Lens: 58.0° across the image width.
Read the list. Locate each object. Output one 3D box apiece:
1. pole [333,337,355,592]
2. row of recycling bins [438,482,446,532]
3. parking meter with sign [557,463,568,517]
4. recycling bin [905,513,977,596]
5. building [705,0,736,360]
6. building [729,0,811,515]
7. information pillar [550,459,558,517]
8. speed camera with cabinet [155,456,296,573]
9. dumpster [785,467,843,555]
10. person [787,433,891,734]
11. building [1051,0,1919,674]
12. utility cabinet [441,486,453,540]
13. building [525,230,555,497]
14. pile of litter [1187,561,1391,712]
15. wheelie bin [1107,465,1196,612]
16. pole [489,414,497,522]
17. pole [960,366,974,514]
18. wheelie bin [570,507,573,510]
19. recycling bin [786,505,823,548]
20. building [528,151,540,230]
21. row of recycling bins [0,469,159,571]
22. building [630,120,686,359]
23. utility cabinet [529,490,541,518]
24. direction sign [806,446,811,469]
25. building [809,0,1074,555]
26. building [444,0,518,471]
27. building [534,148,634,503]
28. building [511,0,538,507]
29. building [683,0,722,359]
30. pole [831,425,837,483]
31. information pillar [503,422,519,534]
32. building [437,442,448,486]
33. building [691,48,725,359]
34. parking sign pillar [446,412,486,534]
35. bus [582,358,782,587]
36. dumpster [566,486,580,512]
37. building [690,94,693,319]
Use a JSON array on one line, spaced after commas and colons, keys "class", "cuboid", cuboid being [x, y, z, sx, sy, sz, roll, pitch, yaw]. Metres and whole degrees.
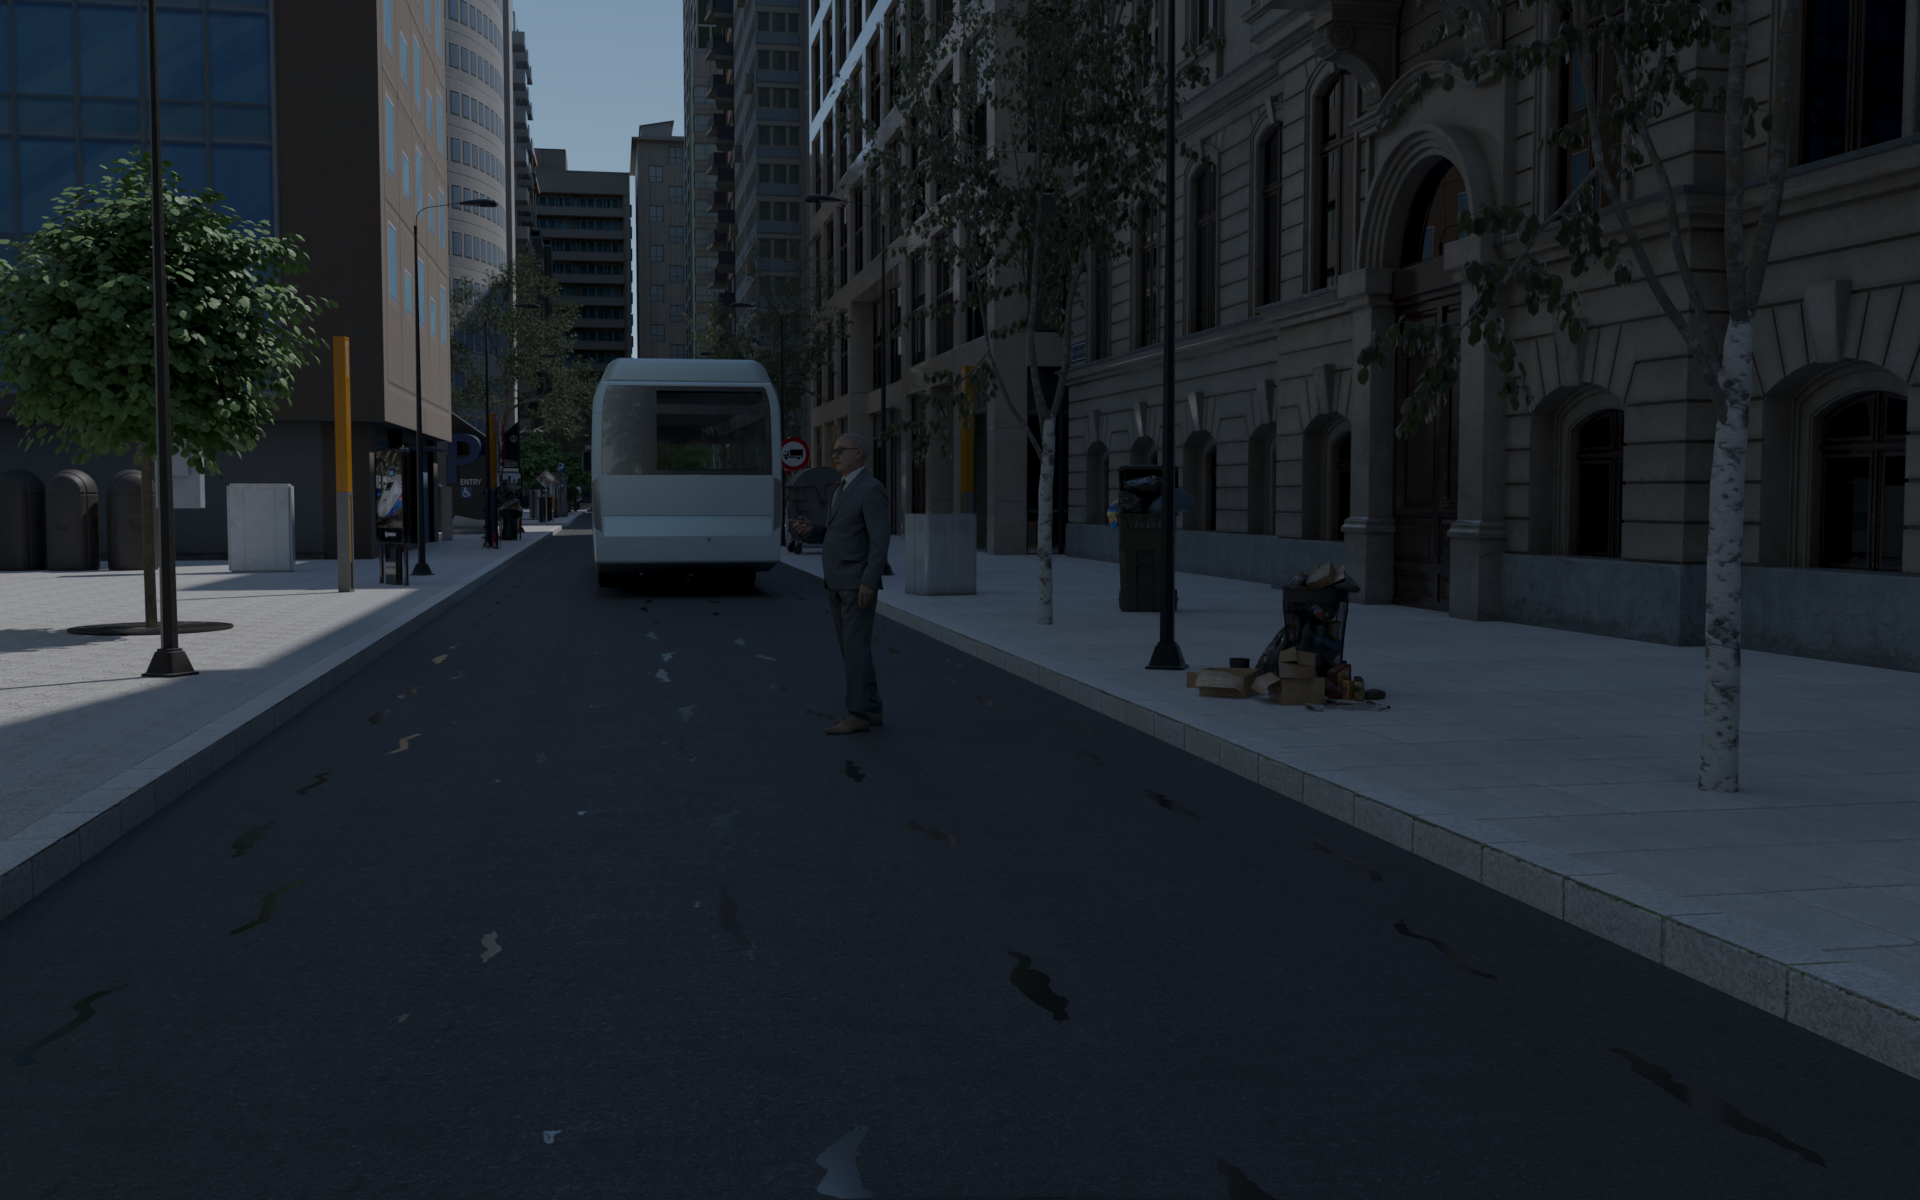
[{"class": "pole", "cuboid": [-8.029, -1.757, 22.567, 0.158, 3.312, 0.155, 0, 3, 0]}, {"class": "row of recycling bins", "cuboid": [-18.940, -3.134, 58.355, 3.534, 1.692, 1.069, 0, 4, 7]}, {"class": "parking meter with sign", "cuboid": [-22.151, -6.128, 96.451, 0.543, 3.016, 1.738, 0, 4, -6]}, {"class": "recycling bin", "cuboid": [-0.250, -0.590, 22.207, 0.722, 1.027, 0.722, -2, 4, -26]}, {"class": "building", "cuboid": [-8.310, -29.392, 135.191, 22.147, 44.769, 28.867, -1, 4, -11]}, {"class": "building", "cuboid": [-0.865, -25.043, 101.342, 23.993, 40.220, 32.217, -1, 4, -11]}, {"class": "information pillar", "cuboid": [-22.885, -6.499, 97.612, 0.183, 3.616, 0.504, 3, 5, 44]}, {"class": "speed camera with cabinet", "cuboid": [-12.004, -2.078, 28.311, 2.038, 3.252, 0.660, -1, 4, -16]}, {"class": "dumpster", "cuboid": [-3.064, -1.932, 37.350, 1.264, 1.857, 1.865, -1, 4, -11]}, {"class": "person", "cuboid": [-0.718, -0.114, 10.535, 0.590, 1.801, 0.661, -2, 4, -30]}, {"class": "building", "cuboid": [10.559, -12.250, 19.375, 14.460, 24.649, 34.723, -1, 4, -11]}, {"class": "utility cabinet", "cuboid": [-14.350, -2.434, 48.474, 0.318, 1.500, 1.173, -1, 4, -17]}, {"class": "building", "cuboid": [-51.110, -25.372, 186.526, 14.160, 30.474, 14.107, -1, 4, -11]}, {"class": "pile of litter", "cuboid": [2.062, 0.182, 10.982, 1.176, 0.858, 1.719, 0, 4, -5]}, {"class": "wheelie bin", "cuboid": [2.086, -0.676, 18.966, 0.980, 1.594, 0.693, 1, 4, 10]}, {"class": "pole", "cuboid": [-11.858, -3.066, 43.973, 0.158, 3.312, 0.155, 0, 3, 0]}, {"class": "pole", "cuboid": [0.113, -2.066, 27.628, 0.158, 3.312, 0.155, 0, 3, 0]}, {"class": "wheelie bin", "cuboid": [-31.606, -8.127, 140.787, 0.980, 1.594, 0.693, -2, 4, -32]}, {"class": "recycling bin", "cuboid": [-3.690, -1.761, 41.351, 0.722, 1.027, 0.722, -2, 4, -35]}, {"class": "building", "cuboid": [-63.686, -33.847, 208.023, 28.867, 44.769, 22.147, -1, 4, -11]}, {"class": "row of recycling bins", "cuboid": [-15.342, -1.349, 29.170, 3.534, 1.692, 1.069, 0, 4, -4]}, {"class": "building", "cuboid": [-34.028, -40.647, 253.813, 27.495, 52.752, 28.713, -1, 4, -11]}, {"class": "utility cabinet", "cuboid": [-22.403, -5.062, 91.447, 0.318, 1.500, 1.173, -2, 4, -33]}, {"class": "direction sign", "cuboid": [-7.101, -5.524, 82.308, 0.379, 3.537, 0.876, 1, 4, 20]}, {"class": "building", "cuboid": [6.788, -15.261, 54.028, 19.350, 26.468, 34.151, -1, 4, -11]}, {"class": "building", "cuboid": [-42.242, -35.280, 118.826, 21.231, 58.520, 28.212, -1, 4, -11]}, {"class": "building", "cuboid": [-57.363, -38.029, 245.467, 21.600, 48.544, 21.300, -1, 4, -11]}, {"class": "building", "cuboid": [-51.720, -33.233, 162.974, 23.786, 49.044, 30.456, -1, 4, -11]}, {"class": "building", "cuboid": [-25.737, -47.546, 215.622, 20.563, 71.187, 20.611, -1, 4, -11]}, {"class": "pole", "cuboid": [-3.712, -3.497, 51.021, 0.158, 3.312, 0.155, 0, 3, 0]}, {"class": "information pillar", "cuboid": [-14.493, -3.952, 55.974, 0.504, 3.616, 0.183, -1, 4, -23]}, {"class": "building", "cuboid": [-34.996, -39.607, 85.824, 20.563, 71.187, 20.611, -1, 4, -11]}, {"class": "building", "cuboid": [-18.292, -29.379, 163.938, 14.154, 41.232, 14.086, -1, 4, -11]}, {"class": "parking sign pillar", "cuboid": [-15.841, -4.116, 55.768, 1.447, 3.967, 1.447, 0, 4, 5]}, {"class": "bus", "cuboid": [-5.081, -2.154, 30.079, 2.948, 3.499, 13.247, -1, 4, -12]}, {"class": "dumpster", "cuboid": [-28.750, -7.634, 127.305, 1.502, 2.255, 1.985, -1, 4, -11]}, {"class": "building", "cuboid": [-20.256, -32.300, 178.208, 14.600, 45.320, 14.200, -1, 4, -11]}]
